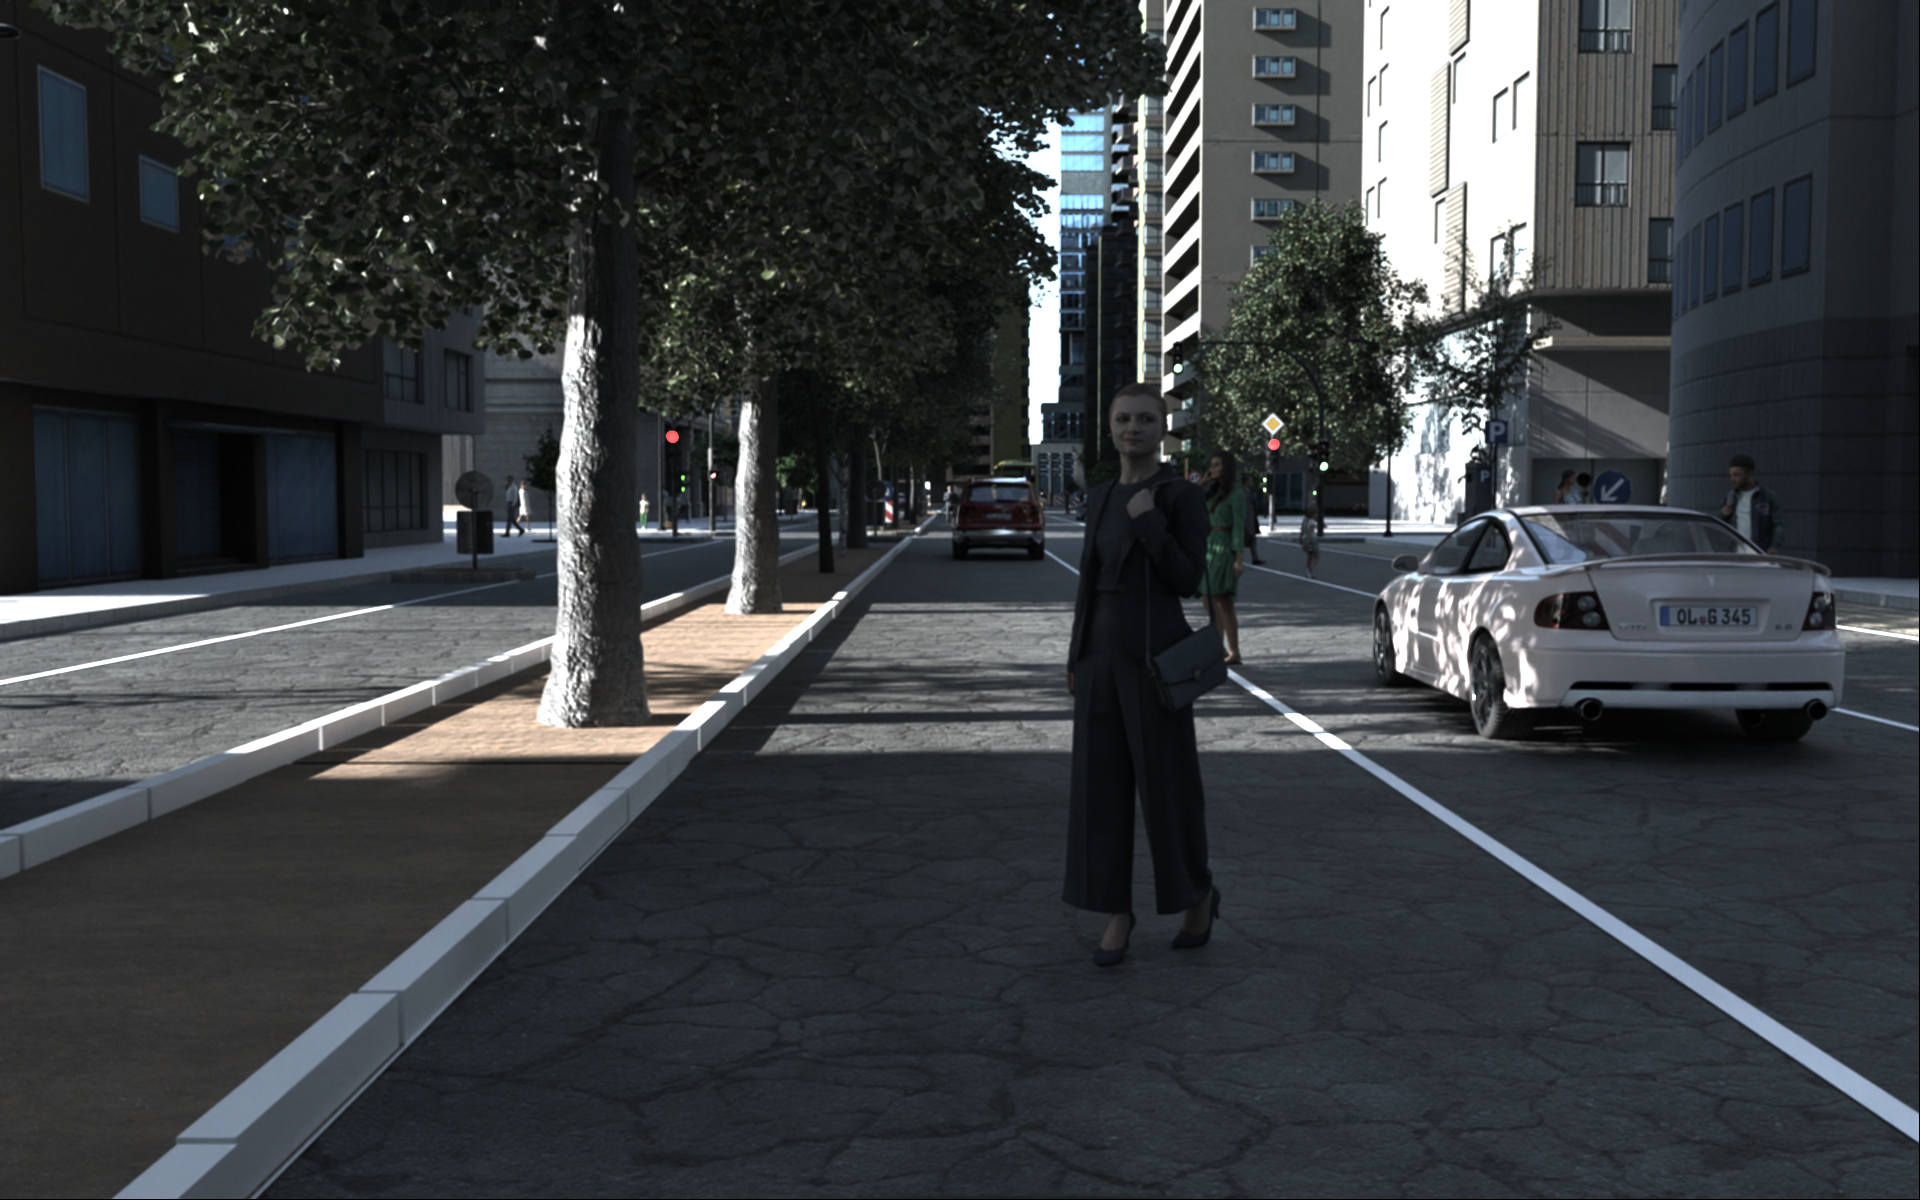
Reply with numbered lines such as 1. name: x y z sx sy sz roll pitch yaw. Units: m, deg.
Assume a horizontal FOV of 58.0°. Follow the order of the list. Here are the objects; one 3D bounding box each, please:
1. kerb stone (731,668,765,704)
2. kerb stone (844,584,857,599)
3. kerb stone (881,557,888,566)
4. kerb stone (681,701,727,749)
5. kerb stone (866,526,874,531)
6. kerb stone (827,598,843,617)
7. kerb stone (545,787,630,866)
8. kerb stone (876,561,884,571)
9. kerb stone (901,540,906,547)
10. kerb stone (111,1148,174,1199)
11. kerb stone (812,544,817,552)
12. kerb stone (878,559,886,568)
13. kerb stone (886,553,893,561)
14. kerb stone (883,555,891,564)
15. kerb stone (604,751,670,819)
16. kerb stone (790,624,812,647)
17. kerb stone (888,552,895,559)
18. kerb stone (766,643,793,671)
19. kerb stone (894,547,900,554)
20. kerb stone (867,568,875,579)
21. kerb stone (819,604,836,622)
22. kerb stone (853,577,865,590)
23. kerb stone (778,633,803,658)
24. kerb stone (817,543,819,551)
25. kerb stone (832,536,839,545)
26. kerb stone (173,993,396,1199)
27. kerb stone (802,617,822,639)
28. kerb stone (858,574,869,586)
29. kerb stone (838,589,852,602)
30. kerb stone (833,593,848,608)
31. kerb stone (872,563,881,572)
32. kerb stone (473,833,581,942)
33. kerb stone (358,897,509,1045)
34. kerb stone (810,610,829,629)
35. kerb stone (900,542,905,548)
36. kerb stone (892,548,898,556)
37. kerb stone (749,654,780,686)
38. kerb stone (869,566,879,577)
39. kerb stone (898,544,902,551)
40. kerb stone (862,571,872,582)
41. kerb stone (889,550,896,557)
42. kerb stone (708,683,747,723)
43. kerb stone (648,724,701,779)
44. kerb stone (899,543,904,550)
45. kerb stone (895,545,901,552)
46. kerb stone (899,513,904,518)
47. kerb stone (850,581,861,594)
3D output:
1. kerb stone: -1.502 0.618 12.146 0.120 0.150 1.000 0 3 0
2. kerb stone: -1.513 -0.076 23.436 0.120 0.150 1.000 0 3 0
3. kerb stone: -1.522 -0.702 33.681 0.120 0.150 1.000 0 3 0
4. kerb stone: -1.501 0.740 10.095 0.120 0.150 1.000 0 3 0
5. kerb stone: -3.656 -2.993 71.128 0.120 0.150 1.000 0 3 0
6. kerb stone: -1.503 0.112 20.370 0.120 0.150 1.000 0 3 0
7. kerb stone: -1.506 0.928 7.030 0.120 0.150 1.000 0 3 0
8. kerb stone: -1.523 -0.577 31.629 0.120 0.150 1.000 0 3 0
9. kerb stone: -1.534 -1.393 44.972 0.120 0.150 1.000 0 3 0
10. kerb stone: -1.487 1.182 2.932 0.120 0.150 1.000 0 3 0
11. kerb stone: -3.631 -1.204 41.876 0.120 0.150 1.000 0 3 0
12. kerb stone: -1.519 -0.640 32.659 0.120 0.150 1.000 0 3 0
13. kerb stone: -1.522 -0.827 35.725 0.120 0.150 1.000 0 3 0
14. kerb stone: -1.516 -0.763 34.703 0.120 0.150 1.000 0 3 0
15. kerb stone: -1.504 0.865 8.052 0.120 0.150 1.000 0 3 0
16. kerb stone: -1.514 0.363 16.259 0.120 0.150 1.000 0 3 0
17. kerb stone: -1.521 -0.882 36.755 0.120 0.150 1.000 0 3 0
18. kerb stone: -1.503 0.489 14.203 0.120 0.150 1.000 0 3 0
19. kerb stone: -1.527 -1.077 39.847 0.120 0.150 1.000 0 3 0
20. kerb stone: -1.521 -0.389 28.561 0.120 0.150 1.000 0 3 0
21. kerb stone: -1.514 0.178 19.334 0.120 0.150 1.000 0 3 0
22. kerb stone: -1.520 -0.201 25.486 0.120 0.150 1.000 0 3 0
23. kerb stone: -1.509 0.426 15.225 0.120 0.150 1.000 0 3 0
24. kerb stone: -3.634 -1.264 42.898 0.120 0.150 1.000 0 3 0
25. kerb stone: -3.640 -1.768 51.106 0.120 0.150 1.000 0 3 0
26. kerb stone: -1.503 1.116 3.953 0.120 0.150 1.000 0 3 0
27. kerb stone: -1.504 0.301 17.285 0.120 0.150 1.000 0 3 0
28. kerb stone: -1.522 -0.264 26.510 0.120 0.150 1.000 0 3 0
29. kerb stone: -1.524 -0.013 22.414 0.120 0.150 1.000 0 3 0
30. kerb stone: -1.511 0.049 21.392 0.120 0.150 1.000 0 3 0
31. kerb stone: -1.525 -0.514 30.605 0.120 0.150 1.000 0 3 0
32. kerb stone: -1.494 0.991 6.007 0.120 0.150 1.000 0 3 0
33. kerb stone: -1.496 1.053 4.978 0.120 0.150 1.000 0 3 0
34. kerb stone: -1.507 0.238 18.307 0.120 0.150 1.000 0 3 0
35. kerb stone: -1.527 -1.329 43.940 0.120 0.150 1.000 0 3 0
36. kerb stone: -1.531 -1.017 38.820 0.120 0.150 1.000 0 3 0
37. kerb stone: -1.503 0.551 13.181 0.120 0.150 1.000 0 3 0
38. kerb stone: -1.513 -0.445 29.583 0.120 0.150 1.000 0 3 0
39. kerb stone: -1.531 -1.205 41.890 0.120 0.150 1.000 0 3 0
40. kerb stone: -1.521 -0.327 27.536 0.120 0.150 1.000 0 3 0
41. kerb stone: -1.523 -0.952 37.791 0.120 0.150 1.000 0 3 0
42. kerb stone: -1.505 0.677 11.124 0.120 0.150 1.000 0 3 0
43. kerb stone: -1.505 0.807 9.074 0.120 0.150 1.000 0 3 0
44. kerb stone: -1.530 -1.267 42.912 0.120 0.150 1.000 0 3 0
45. kerb stone: -1.530 -1.140 40.869 0.120 0.150 1.000 0 3 0
46. kerb stone: -3.690 -5.440 111.143 0.120 0.150 1.000 0 3 0
47. kerb stone: -1.516 -0.138 24.458 0.120 0.150 1.000 0 3 0
